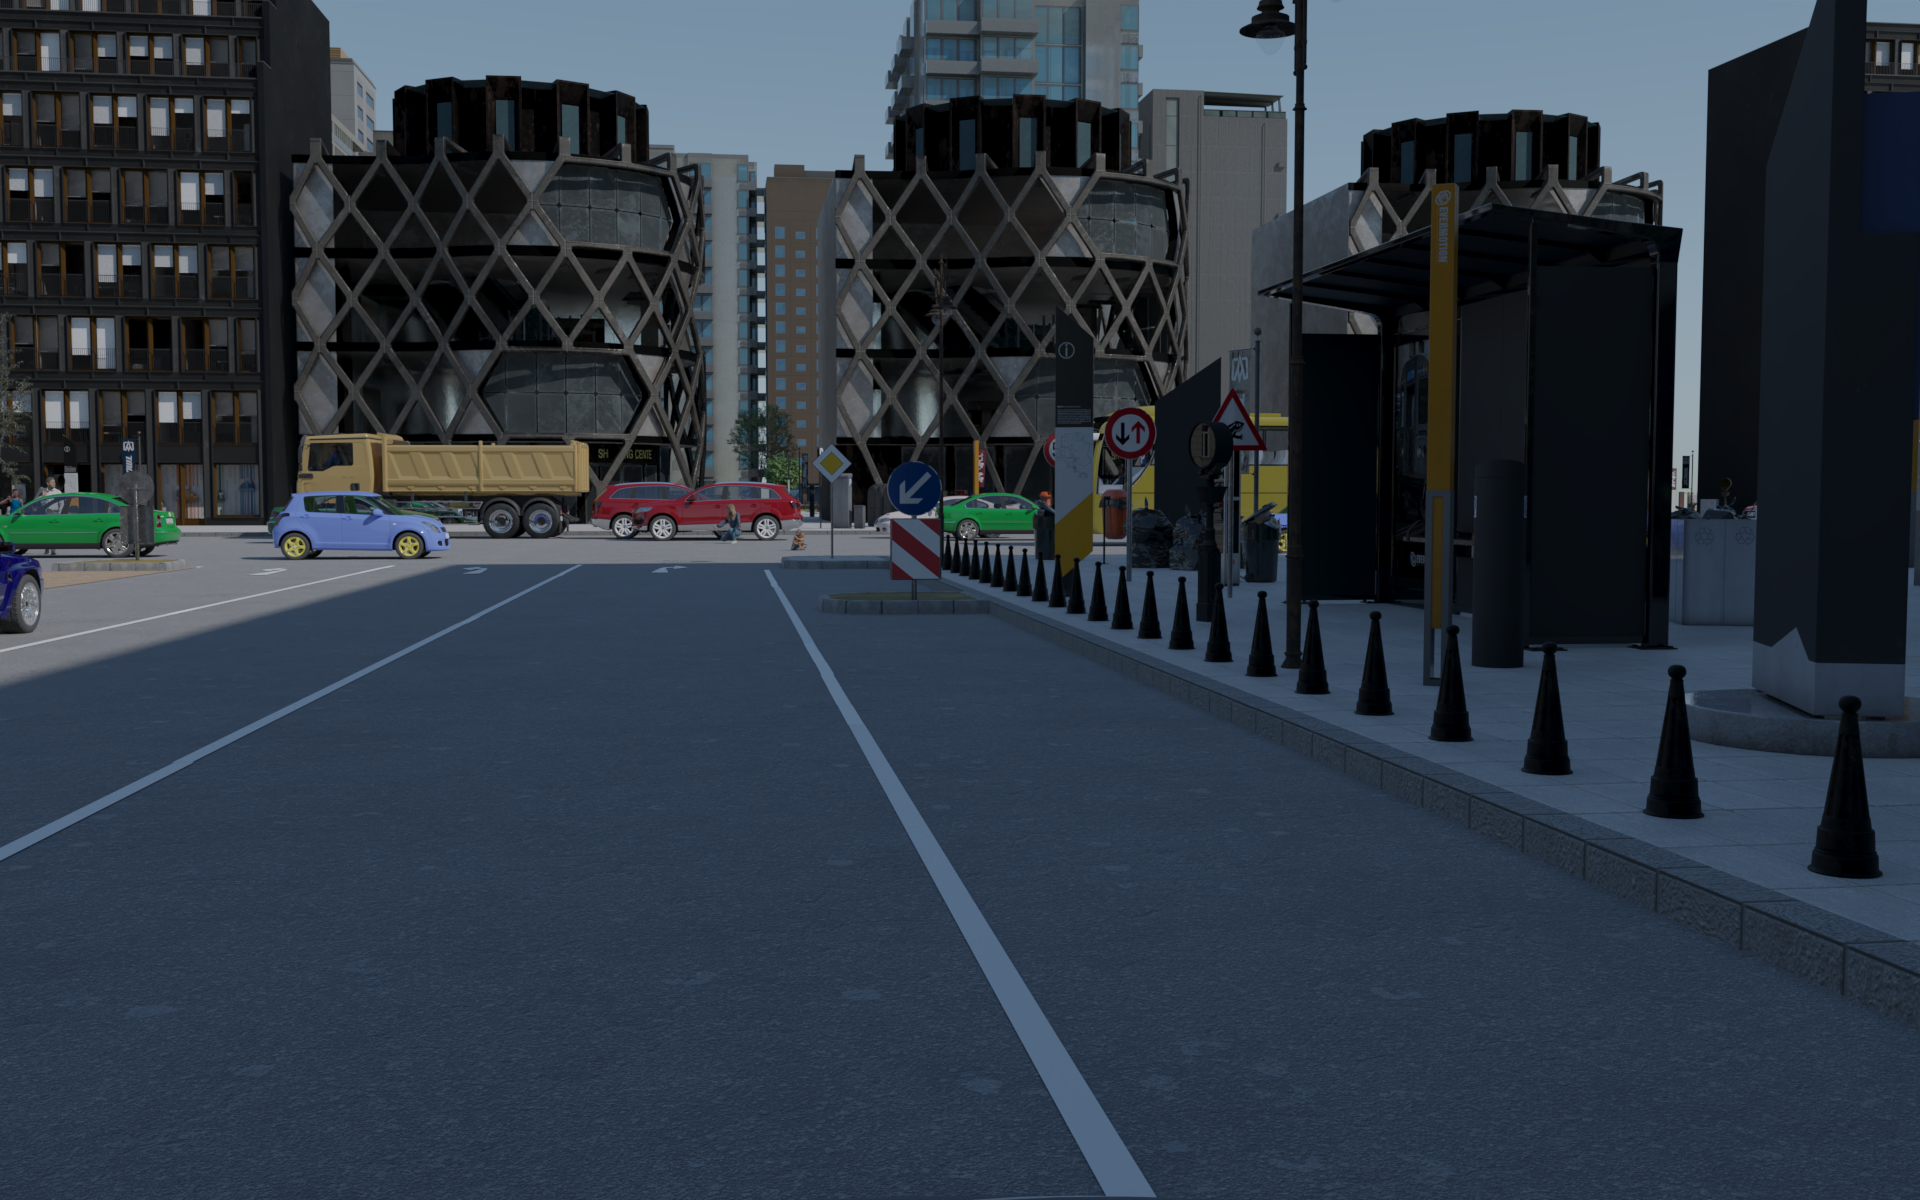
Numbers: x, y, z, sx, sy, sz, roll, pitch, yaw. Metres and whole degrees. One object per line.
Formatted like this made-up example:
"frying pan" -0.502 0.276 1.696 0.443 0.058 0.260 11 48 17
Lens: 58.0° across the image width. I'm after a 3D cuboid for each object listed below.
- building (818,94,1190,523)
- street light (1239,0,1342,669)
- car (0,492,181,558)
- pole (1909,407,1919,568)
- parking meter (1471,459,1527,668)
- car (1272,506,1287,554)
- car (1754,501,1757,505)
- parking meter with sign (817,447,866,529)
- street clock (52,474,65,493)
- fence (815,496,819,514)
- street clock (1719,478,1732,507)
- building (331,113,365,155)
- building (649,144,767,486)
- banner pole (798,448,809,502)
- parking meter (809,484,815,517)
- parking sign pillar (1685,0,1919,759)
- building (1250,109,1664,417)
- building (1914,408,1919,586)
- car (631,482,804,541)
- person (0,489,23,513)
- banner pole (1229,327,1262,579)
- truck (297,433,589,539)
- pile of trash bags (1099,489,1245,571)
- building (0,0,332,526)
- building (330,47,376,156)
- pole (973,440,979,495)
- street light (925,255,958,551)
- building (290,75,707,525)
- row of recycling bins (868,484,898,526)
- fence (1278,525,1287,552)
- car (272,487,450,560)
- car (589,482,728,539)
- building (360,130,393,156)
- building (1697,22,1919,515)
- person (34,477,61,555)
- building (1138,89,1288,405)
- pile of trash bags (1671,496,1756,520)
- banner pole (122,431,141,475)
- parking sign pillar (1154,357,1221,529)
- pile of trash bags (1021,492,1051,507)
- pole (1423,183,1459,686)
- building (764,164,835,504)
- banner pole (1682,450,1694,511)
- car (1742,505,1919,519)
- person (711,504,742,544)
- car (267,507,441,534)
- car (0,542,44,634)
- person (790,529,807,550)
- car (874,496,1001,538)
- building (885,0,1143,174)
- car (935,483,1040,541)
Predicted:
"building" 2.099 -13.138 82.257 16.811 18.784 16.820 0 4 -8
"street light" 2.461 -2.436 12.611 0.468 5.910 1.993 0 4 -8
"car" -20.305 -1.867 39.325 4.718 1.807 1.959 -1 4 -9
"pole" 16.573 -2.217 30.090 0.158 3.312 0.155 0 3 0
"parking meter" 4.011 -0.273 12.879 0.372 1.533 0.369 0 3 0
"car" 8.653 -1.962 41.662 3.694 1.707 1.945 0 4 -8
"car" 28.282 -2.951 57.833 3.694 1.707 1.945 -1 4 -9
"parking meter with sign" -4.378 -4.155 64.199 1.738 3.016 0.543 1 4 13
"street clock" -33.316 -3.639 64.061 0.358 2.002 0.471 0 4 6
"fence" -9.238 -6.369 115.330 0.480 1.192 2.264 1 4 22
"street clock" 34.214 -4.458 77.453 0.471 2.002 0.358 2 4 32
"building" -68.579 -28.530 158.340 23.993 40.220 32.217 0 4 -8
"building" -42.276 -37.934 239.831 30.456 49.044 23.786 0 4 -8
"banner pole" -8.490 -6.332 93.544 0.401 3.779 0.863 3 5 44
"parking meter" -8.308 -5.600 97.277 0.255 1.863 0.399 0 4 1
"parking sign pillar" 4.532 -1.255 8.992 1.447 3.967 1.447 1 4 12
"building" 24.924 -13.322 85.259 16.811 18.784 16.820 0 4 -8
"building" 24.099 -13.874 3.260 17.030 29.872 44.131 0 4 -8
"car" -7.519 -2.757 53.745 5.304 1.827 2.281 0 4 -7
"person" -28.178 -2.519 51.561 0.662 1.594 0.647 2 4 30
"banner pole" 4.344 -2.218 26.284 0.401 3.779 0.863 -2 4 -33
"truck" -17.106 -3.679 56.070 9.791 3.379 3.469 0 4 -6
"pile of trash bags" 3.629 -1.278 30.655 1.912 1.369 3.447 -2 4 -34
"building" -36.519 -14.983 74.650 15.834 23.373 12.332 0 4 -8
"building" -92.476 -42.116 230.601 28.212 58.520 21.231 0 4 -8
"pole" 0.614 -4.412 65.986 0.158 3.312 0.155 0 3 0
"street light" -0.364 -3.728 33.735 0.468 5.910 1.993 0 4 -8
"building" -20.045 -12.928 78.824 16.811 18.784 16.820 0 4 -8
"row of recycling bins" -2.649 -3.723 67.990 1.069 1.692 3.534 -2 4 -27
"fence" 6.570 -1.137 33.970 2.069 0.683 0.278 -3 5 -43
"car" -13.250 -1.764 38.426 3.694 1.707 1.945 -1 4 -9
"car" -9.248 -2.888 55.898 5.304 1.827 2.281 0 4 -6
"building" -67.857 -37.378 234.826 21.600 48.544 21.300 0 4 -8
"building" 47.686 -15.679 86.031 15.834 23.373 12.332 0 4 -8
"person" -21.618 -1.986 41.064 0.679 1.850 0.850 -2 4 -28
"building" 24.837 -30.307 179.120 14.086 41.232 14.154 0 4 -8
"pile of trash bags" 14.015 -1.300 31.012 3.447 1.369 1.912 1 4 12
"banner pole" -32.941 -4.835 69.064 0.863 3.779 0.401 -2 4 -28
"parking sign pillar" 4.495 -2.802 34.292 1.447 3.967 1.447 0 4 6
"pile of trash bags" 2.918 -3.630 69.101 1.912 1.369 3.447 1 4 21
"pole" 3.204 -1.082 11.530 0.158 3.312 0.155 0 3 0
"building" -19.540 -35.999 238.688 14.200 45.320 14.600 0 4 -8
"banner pole" 41.732 -6.681 99.252 0.863 3.779 0.401 0 4 -7
"car" 23.545 -2.306 46.368 5.304 1.827 2.281 -1 4 -9
"person" -6.591 -2.207 50.087 1.012 1.151 0.738 3 5 40
"car" -17.757 -2.396 50.971 4.920 1.459 2.131 0 4 -7
"car" -10.276 -0.243 16.552 1.945 1.354 3.894 0 4 -7
"person" -4.110 -1.530 43.992 0.357 0.543 0.381 2 4 27
"car" -0.396 -2.705 56.587 4.827 1.381 2.083 -1 4 -9
"building" 4.547 -33.569 168.457 23.786 49.044 30.456 0 4 -8
"car" 1.478 -2.754 53.822 4.718 1.807 1.959 0 4 -7
